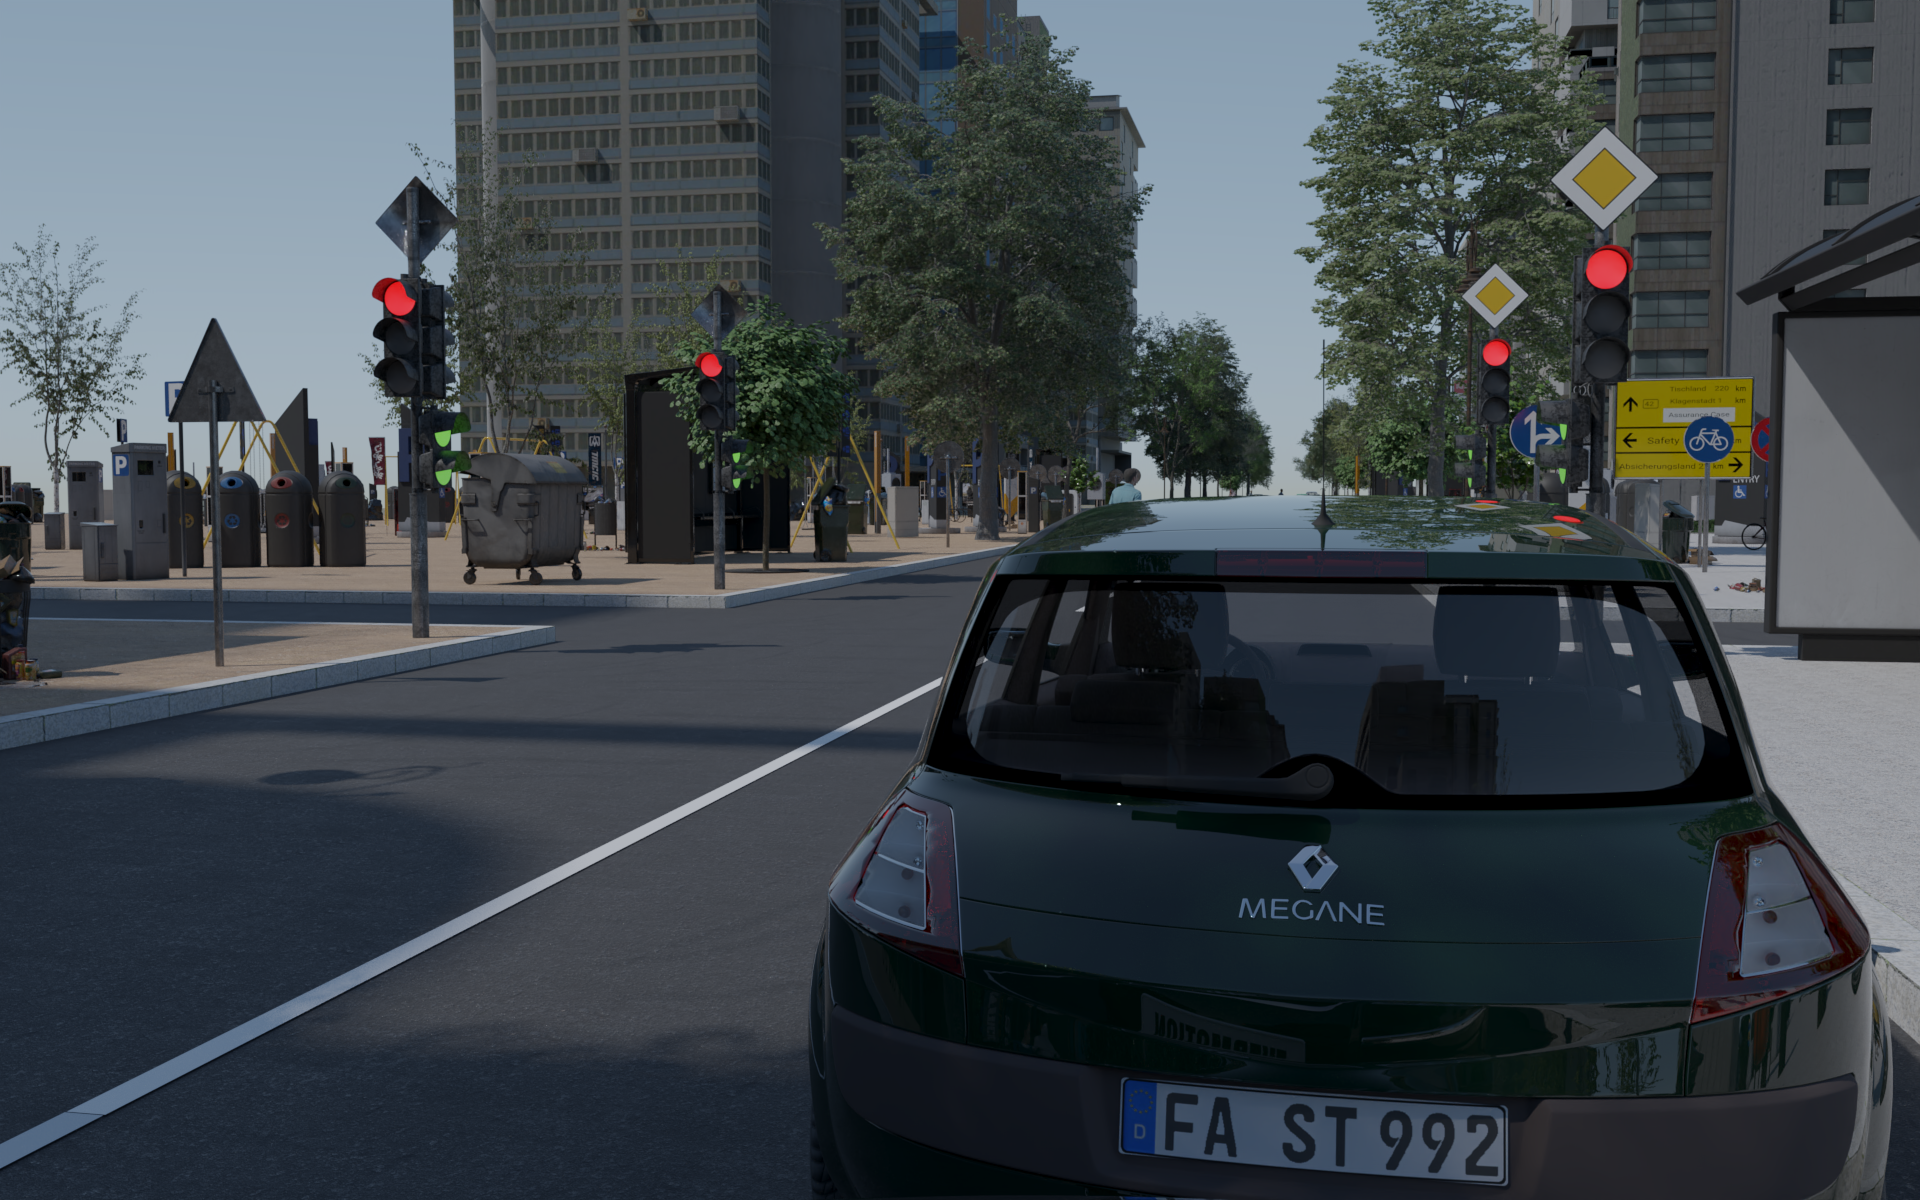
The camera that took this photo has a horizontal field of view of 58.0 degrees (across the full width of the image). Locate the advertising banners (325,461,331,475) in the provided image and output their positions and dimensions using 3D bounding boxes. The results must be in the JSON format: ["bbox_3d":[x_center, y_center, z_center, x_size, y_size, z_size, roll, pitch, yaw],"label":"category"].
[{"bbox_3d":[-32.435,-5.813,91.236,2.074,3.025,0.090,0,4,6],"label":"advertising banners"}]

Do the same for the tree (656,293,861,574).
[{"bbox_3d":[-3.273,-2.734,28.409,4.285,4.588,4.351,0,3,0],"label":"tree"}]

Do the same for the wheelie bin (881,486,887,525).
[{"bbox_3d":[-3.357,-3.875,71.263,0.980,1.594,0.693,1,4,16],"label":"wheelie bin"}]

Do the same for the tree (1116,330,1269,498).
[{"bbox_3d":[13.530,-11.343,111.218,9.928,11.665,9.643,0,3,0],"label":"tree"}]

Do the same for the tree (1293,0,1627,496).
[{"bbox_3d":[10.667,-7.303,37.524,7.486,12.596,7.792,0,3,0],"label":"tree"}]

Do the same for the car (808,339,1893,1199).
[{"bbox_3d":[0.929,0.333,4.345,2.009,1.686,4.222,1,4,13],"label":"car"}]

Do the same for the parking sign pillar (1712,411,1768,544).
[{"bbox_3d":[20.287,-3.446,44.808,1.447,3.967,1.447,-3,4,-39],"label":"parking sign pillar"}]

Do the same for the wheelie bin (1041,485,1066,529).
[{"bbox_3d":[3.370,-3.412,63.698,0.980,1.594,0.693,-1,4,-21],"label":"wheelie bin"}]

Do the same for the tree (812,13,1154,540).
[{"bbox_3d":[0.788,-8.646,48.011,9.857,13.997,8.962,0,3,0],"label":"tree"}]

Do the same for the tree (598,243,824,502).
[{"bbox_3d":[-7.377,-6.180,51.402,4.737,8.622,4.395,0,3,0],"label":"tree"}]

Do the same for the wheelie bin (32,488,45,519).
[{"bbox_3d":[-46.662,-4.866,87.463,0.693,1.594,0.980,1,4,22],"label":"wheelie bin"}]

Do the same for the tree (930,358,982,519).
[{"bbox_3d":[0.053,-8.372,87.245,4.360,8.622,3.978,0,3,0],"label":"tree"}]

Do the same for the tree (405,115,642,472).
[{"bbox_3d":[-8.949,-5.120,34.075,4.360,8.622,3.978,0,3,0],"label":"tree"}]

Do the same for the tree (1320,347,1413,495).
[{"bbox_3d":[20.640,-8.218,84.733,4.360,8.622,3.978,0,3,0],"label":"tree"}]

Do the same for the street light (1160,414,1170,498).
[{"bbox_3d":[11.664,-7.702,98.707,0.468,5.910,1.993,1,4,11],"label":"street light"}]

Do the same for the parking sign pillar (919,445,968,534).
[{"bbox_3d":[-0.701,-4.138,56.128,1.447,3.967,1.447,-1,4,-12],"label":"parking sign pillar"}]

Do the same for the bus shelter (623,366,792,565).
[{"bbox_3d":[-4.750,-2.644,34.513,1.731,3.624,6.357,1,4,11],"label":"bus shelter"}]

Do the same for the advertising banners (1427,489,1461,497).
[{"bbox_3d":[15.061,-3.462,52.790,2.074,3.025,0.090,-2,4,-27],"label":"advertising banners"}]

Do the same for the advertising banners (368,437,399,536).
[{"bbox_3d":[-17.042,-3.472,52.957,2.074,3.025,0.090,0,4,3],"label":"advertising banners"}]

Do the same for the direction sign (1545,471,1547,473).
[{"bbox_3d":[15.714,-3.331,46.467,0.876,3.537,0.379,-2,4,-26],"label":"direction sign"}]

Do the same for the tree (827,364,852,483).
[{"bbox_3d":[-7.662,-7.391,71.208,4.737,8.622,4.395,0,3,0],"label":"tree"}]

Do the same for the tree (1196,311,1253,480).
[{"bbox_3d":[16.153,-13.214,122.696,9.857,13.997,8.962,0,3,0],"label":"tree"}]

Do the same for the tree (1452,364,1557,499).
[{"bbox_3d":[8.259,-1.920,25.992,1.663,3.219,1.824,0,3,0],"label":"tree"}]

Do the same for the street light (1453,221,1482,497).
[{"bbox_3d":[8.711,-3.477,29.634,0.468,5.910,1.993,1,4,11],"label":"street light"}]

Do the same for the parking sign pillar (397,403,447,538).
[{"bbox_3d":[-15.939,-3.839,51.234,1.447,3.967,1.447,1,4,9],"label":"parking sign pillar"}]

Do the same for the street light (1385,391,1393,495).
[{"bbox_3d":[15.260,-5.449,61.883,0.468,5.910,1.993,1,4,11],"label":"street light"}]

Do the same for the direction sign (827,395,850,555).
[{"bbox_3d":[-2.549,-2.719,36.452,0.379,3.537,0.876,2,4,28],"label":"direction sign"}]

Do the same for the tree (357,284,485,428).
[{"bbox_3d":[-18.291,-6.704,59.971,4.737,8.622,4.395,0,3,0],"label":"tree"}]

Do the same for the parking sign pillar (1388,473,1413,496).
[{"bbox_3d":[17.531,-4.917,68.867,1.447,3.967,1.447,3,5,41],"label":"parking sign pillar"}]

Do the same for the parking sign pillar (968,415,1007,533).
[{"bbox_3d":[0.867,-4.270,58.293,1.447,3.967,1.447,-1,4,-21],"label":"parking sign pillar"}]

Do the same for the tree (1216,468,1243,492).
[{"bbox_3d":[29.778,-12.638,190.347,4.285,4.588,4.351,0,3,0],"label":"tree"}]

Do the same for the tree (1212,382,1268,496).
[{"bbox_3d":[25.514,-15.979,171.630,12.009,13.543,11.850,0,3,0],"label":"tree"}]

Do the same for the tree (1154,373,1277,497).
[{"bbox_3d":[21.576,-14.435,153.023,9.611,12.733,9.660,0,3,0],"label":"tree"}]

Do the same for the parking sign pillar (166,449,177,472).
[{"bbox_3d":[-47.418,-7.031,103.423,1.447,3.967,1.447,1,4,22],"label":"parking sign pillar"}]

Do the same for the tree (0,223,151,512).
[{"bbox_3d":[-25.027,-5.988,48.267,4.360,8.622,3.978,0,3,0],"label":"tree"}]

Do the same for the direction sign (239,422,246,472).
[{"bbox_3d":[-15.858,-2.833,38.313,0.379,3.537,0.876,-2,4,-28],"label":"direction sign"}]

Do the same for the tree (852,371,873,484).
[{"bbox_3d":[-6.838,-8.960,96.853,4.737,8.622,4.395,0,3,0],"label":"tree"}]

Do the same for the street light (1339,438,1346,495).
[{"bbox_3d":[30.314,-10.003,136.339,0.468,5.910,1.993,1,4,11],"label":"street light"}]

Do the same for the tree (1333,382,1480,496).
[{"bbox_3d":[12.663,-3.903,47.532,4.285,4.588,4.351,0,3,0],"label":"tree"}]

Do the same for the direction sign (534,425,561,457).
[{"bbox_3d":[-13.614,-3.990,57.238,0.876,3.537,0.379,-2,4,-32],"label":"direction sign"}]

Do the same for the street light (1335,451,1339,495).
[{"bbox_3d":[37.018,-12.008,169.117,0.468,5.910,1.993,1,4,11],"label":"street light"}]

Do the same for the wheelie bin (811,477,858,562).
[{"bbox_3d":[-2.452,-1.535,33.006,0.693,1.594,0.980,-1,4,-16],"label":"wheelie bin"}]

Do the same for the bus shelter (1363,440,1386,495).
[{"bbox_3d":[18.862,-5.247,77.074,1.731,3.624,6.357,1,4,12],"label":"bus shelter"}]

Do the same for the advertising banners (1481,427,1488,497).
[{"bbox_3d":[9.579,-2.163,31.549,0.090,3.025,2.074,1,4,19],"label":"advertising banners"}]

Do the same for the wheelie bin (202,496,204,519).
[{"bbox_3d":[-37.200,-4.667,84.221,0.980,1.594,0.693,0,4,-4],"label":"wheelie bin"}]

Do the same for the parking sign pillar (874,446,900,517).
[{"bbox_3d":[-3.615,-5.965,86.003,1.447,3.967,1.447,0,4,-5],"label":"parking sign pillar"}]

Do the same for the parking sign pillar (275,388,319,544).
[{"bbox_3d":[-17.046,-3.429,44.533,1.447,3.967,1.447,3,4,36],"label":"parking sign pillar"}]

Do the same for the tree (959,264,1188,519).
[{"bbox_3d":[4.064,-8.011,65.397,8.767,10.594,7.601,-1,4,-16],"label":"tree"}]

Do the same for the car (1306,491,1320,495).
[{"bbox_3d":[49.388,-14.350,243.300,2.281,1.827,5.304,1,4,10],"label":"car"}]

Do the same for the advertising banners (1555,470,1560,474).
[{"bbox_3d":[23.083,-4.172,64.399,2.074,3.025,0.090,1,4,12],"label":"advertising banners"}]

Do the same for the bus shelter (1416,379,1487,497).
[{"bbox_3d":[16.229,-4.908,57.878,2.179,5.291,8.768,1,4,11],"label":"bus shelter"}]

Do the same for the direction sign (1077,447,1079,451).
[{"bbox_3d":[5.702,-5.631,84.063,0.379,3.537,0.876,1,4,8],"label":"direction sign"}]

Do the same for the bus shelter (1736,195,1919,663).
[{"bbox_3d":[6.517,-1.027,10.718,2.014,3.302,5.546,1,4,11],"label":"bus shelter"}]

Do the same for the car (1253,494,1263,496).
[{"bbox_3d":[34.185,-11.556,198.728,2.009,1.686,4.222,1,4,12],"label":"car"}]

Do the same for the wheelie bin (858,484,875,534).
[{"bbox_3d":[-3.309,-2.892,55.195,0.980,1.594,0.693,1,4,13],"label":"wheelie bin"}]

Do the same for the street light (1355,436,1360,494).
[{"bbox_3d":[23.723,-8.015,103.826,0.468,5.910,1.993,1,4,11],"label":"street light"}]

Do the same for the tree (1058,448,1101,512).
[{"bbox_3d":[5.111,-4.744,72.167,1.663,3.219,1.824,0,3,0],"label":"tree"}]

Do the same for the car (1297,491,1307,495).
[{"bbox_3d":[43.676,-12.996,221.285,1.959,1.807,4.718,1,4,13],"label":"car"}]

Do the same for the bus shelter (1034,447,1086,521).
[{"bbox_3d":[5.011,-5.815,86.356,1.731,3.624,6.357,1,4,11],"label":"bus shelter"}]
